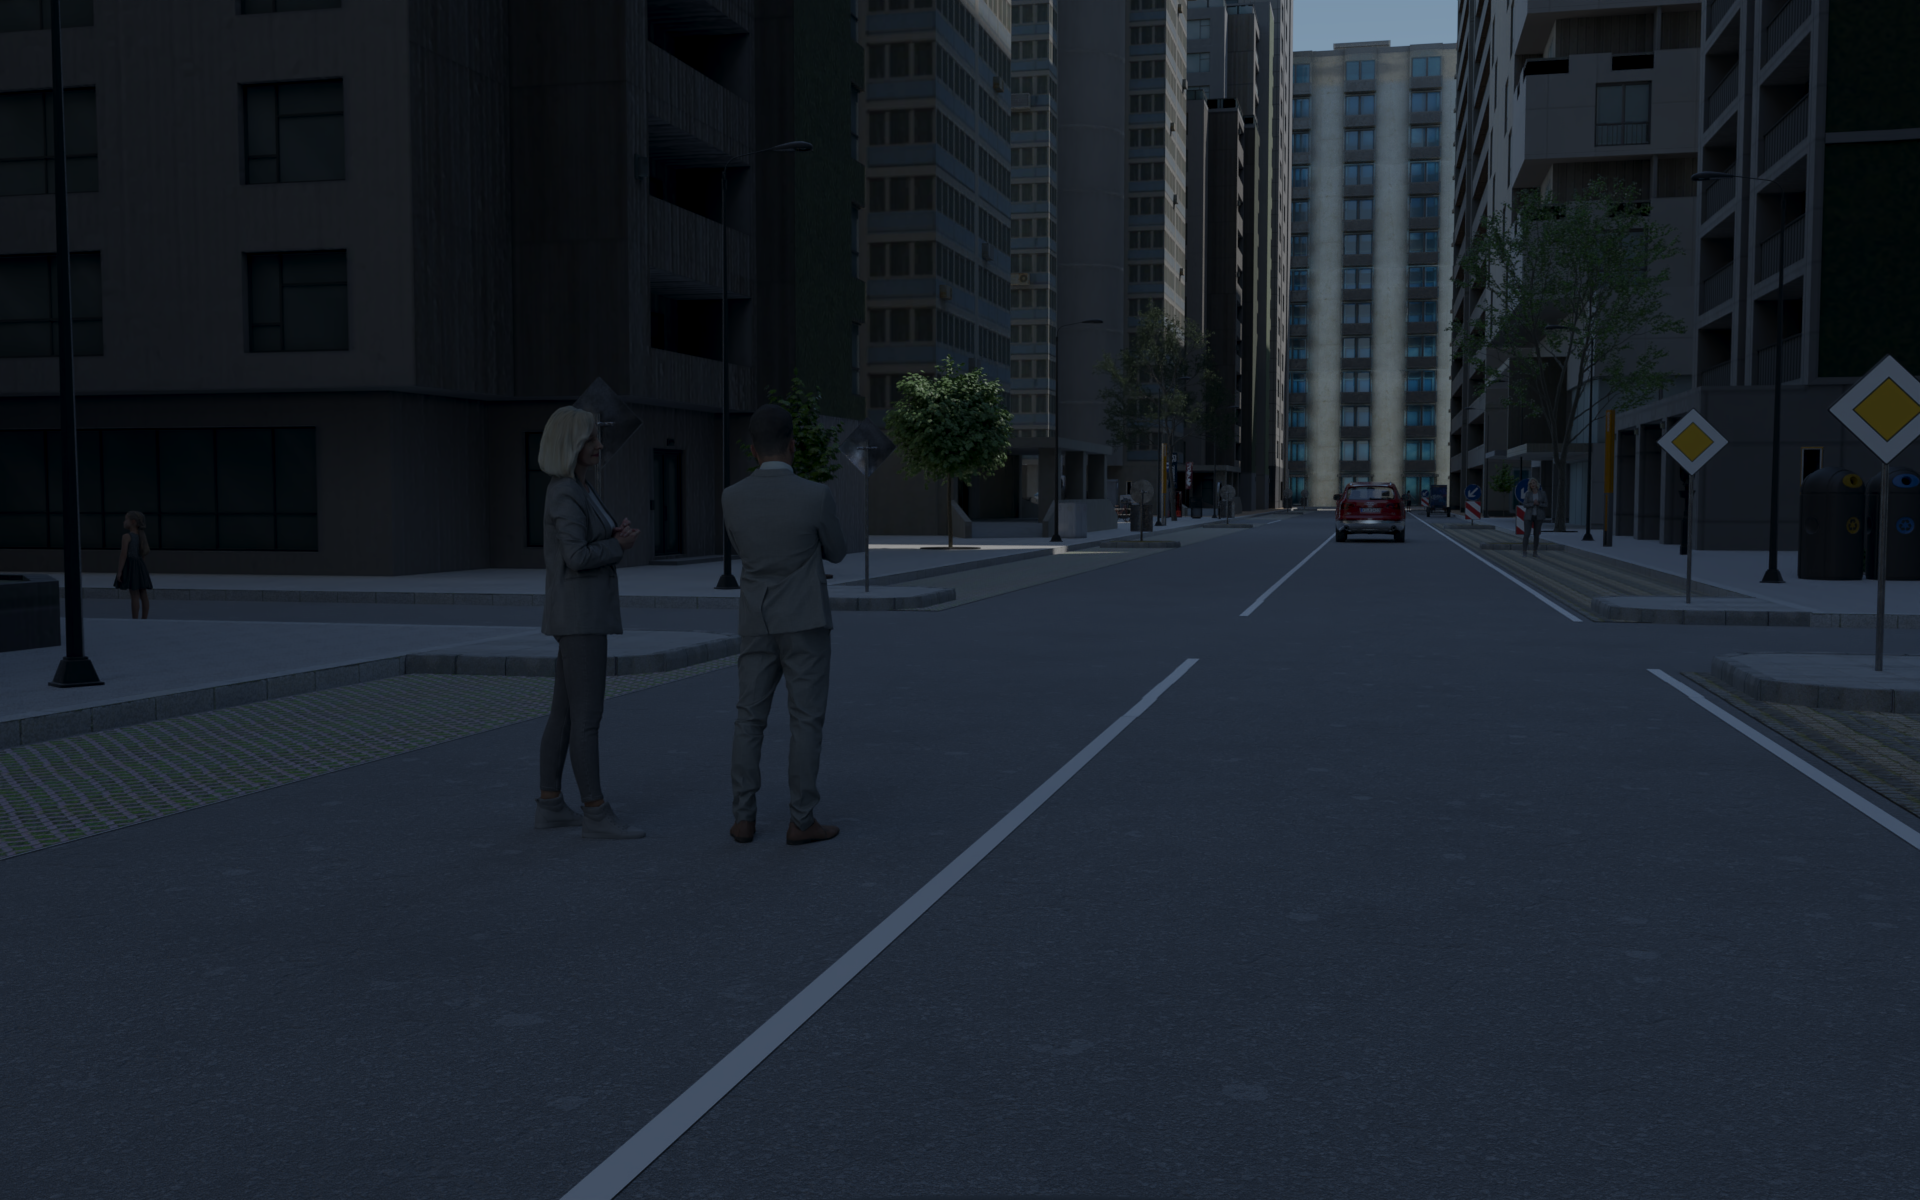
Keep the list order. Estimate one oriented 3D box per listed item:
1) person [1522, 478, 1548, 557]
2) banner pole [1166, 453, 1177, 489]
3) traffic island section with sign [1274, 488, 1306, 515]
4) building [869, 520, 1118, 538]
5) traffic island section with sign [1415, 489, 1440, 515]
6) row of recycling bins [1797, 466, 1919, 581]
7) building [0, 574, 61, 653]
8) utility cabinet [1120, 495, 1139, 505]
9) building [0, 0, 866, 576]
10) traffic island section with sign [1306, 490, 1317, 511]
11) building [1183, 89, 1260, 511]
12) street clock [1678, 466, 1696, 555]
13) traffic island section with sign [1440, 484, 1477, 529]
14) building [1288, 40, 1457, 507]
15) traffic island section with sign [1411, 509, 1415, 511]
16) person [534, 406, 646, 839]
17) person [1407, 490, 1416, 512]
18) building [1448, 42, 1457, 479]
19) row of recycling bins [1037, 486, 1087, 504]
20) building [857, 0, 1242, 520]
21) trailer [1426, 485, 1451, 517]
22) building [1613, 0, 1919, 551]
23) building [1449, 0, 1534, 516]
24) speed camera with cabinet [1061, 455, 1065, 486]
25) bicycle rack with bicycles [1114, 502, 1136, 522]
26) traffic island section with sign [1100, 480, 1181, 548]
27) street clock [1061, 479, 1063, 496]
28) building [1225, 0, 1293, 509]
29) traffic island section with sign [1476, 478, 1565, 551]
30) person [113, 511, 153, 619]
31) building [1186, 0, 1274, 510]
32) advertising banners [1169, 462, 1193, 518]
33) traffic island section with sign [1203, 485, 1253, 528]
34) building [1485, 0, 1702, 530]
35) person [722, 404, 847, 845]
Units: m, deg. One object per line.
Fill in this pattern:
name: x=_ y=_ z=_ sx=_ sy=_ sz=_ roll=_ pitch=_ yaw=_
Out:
person: x=12.961 y=-1.856 z=39.022 sx=0.537 sy=1.800 sz=0.526 roll=1 pitch=4 yaw=21
banner pole: x=11.112 y=-6.226 z=91.812 sx=0.863 sy=3.779 sz=0.401 roll=1 pitch=4 yaw=16
traffic island section with sign: x=23.083 y=-6.909 z=121.590 sx=1.989 sy=1.847 sz=2.006 roll=1 pitch=4 yaw=14
building: x=-11.424 y=-22.532 z=60.274 sx=32.217 sy=40.220 sz=23.993 roll=1 pitch=4 yaw=14
traffic island section with sign: x=32.573 y=-6.764 z=119.223 sx=1.989 sy=1.847 sz=2.006 roll=1 pitch=4 yaw=14
row of recycling bins: x=14.401 y=-1.140 z=25.756 sx=3.534 sy=1.692 sz=1.069 roll=1 pitch=4 yaw=13
building: x=-21.296 y=-28.459 z=7.304 sx=28.212 sy=58.520 sz=21.231 roll=1 pitch=4 yaw=14
utility cabinet: x=9.428 y=-5.215 z=96.435 sx=1.020 sy=1.237 sz=0.306 roll=2 pitch=4 yaw=27
building: x=-10.507 y=-15.955 z=32.571 sx=14.160 sy=30.474 sz=14.107 roll=1 pitch=4 yaw=14
traffic island section with sign: x=29.675 y=-8.570 z=148.747 sx=1.989 sy=1.847 sz=2.006 roll=1 pitch=4 yaw=14
building: x=14.420 y=-21.787 z=127.915 sx=14.160 sy=30.474 sz=14.107 roll=1 pitch=4 yaw=14
street clock: x=15.308 y=-1.953 z=36.495 sx=0.358 sy=2.002 sz=0.471 roll=1 pitch=4 yaw=12
traffic island section with sign: x=20.849 y=-3.810 z=70.927 sx=1.989 sy=1.847 sz=2.006 roll=1 pitch=4 yaw=14
building: x=42.823 y=-34.661 z=186.311 sx=30.456 sy=49.044 sz=23.786 roll=1 pitch=4 yaw=14
traffic island section with sign: x=38.987 y=-8.384 z=145.701 sx=1.989 sy=1.847 sz=2.006 roll=1 pitch=4 yaw=14
person: x=-1.564 y=0.079 z=7.394 sx=0.526 sy=1.800 sz=0.537 roll=0 pitch=4 yaw=3
person: x=35.693 y=-7.843 z=137.517 sx=0.721 sy=1.735 sz=1.217 roll=-2 pitch=4 yaw=-31
building: x=54.113 y=-30.270 z=149.540 sx=22.147 sy=44.769 sz=28.867 roll=1 pitch=4 yaw=14
row of recycling bins: x=5.465 y=-4.769 z=85.085 sx=3.534 sy=1.692 sz=1.069 roll=1 pitch=4 yaw=21
building: x=1.501 y=-25.645 z=111.175 sx=32.217 sy=40.220 sz=23.993 roll=1 pitch=4 yaw=14
trailer: x=29.863 y=-6.180 z=108.088 sx=1.471 sy=1.999 sz=3.904 roll=1 pitch=4 yaw=15
building: x=27.755 y=-36.759 z=39.265 sx=20.563 sy=71.187 sz=20.611 roll=1 pitch=4 yaw=14
building: x=47.174 y=-30.662 z=125.018 sx=21.300 sy=48.544 sz=21.600 roll=1 pitch=4 yaw=14
speed camera with cabinet: x=5.837 y=-5.697 z=87.489 sx=2.038 sy=3.252 sz=0.660 roll=1 pitch=4 yaw=18
bicycle rack with bicycles: x=7.123 y=-4.014 z=79.014 sx=2.925 sy=0.926 sz=2.852 roll=-3 pitch=4 yaw=-36
traffic island section with sign: x=4.889 y=-2.319 z=46.537 sx=1.989 sy=1.847 sz=2.006 roll=1 pitch=4 yaw=14
street clock: x=4.646 y=-4.695 z=81.331 sx=0.358 sy=2.002 sz=0.471 roll=2 pitch=4 yaw=24
building: x=19.964 y=-44.201 z=160.943 sx=20.611 sy=71.187 sz=20.563 roll=1 pitch=4 yaw=14
traffic island section with sign: x=14.499 y=-2.208 z=44.727 sx=1.989 sy=1.847 sz=2.006 roll=1 pitch=4 yaw=14
person: x=-8.781 y=-0.317 z=18.359 sx=0.373 sy=1.253 sz=0.362 roll=1 pitch=4 yaw=17
building: x=17.847 y=-27.990 z=141.235 sx=14.154 sy=41.232 sz=14.086 roll=1 pitch=4 yaw=14
advertising banners: x=11.924 y=-6.019 z=94.595 sx=0.090 sy=3.025 sz=2.074 roll=-3 pitch=5 yaw=-43
traffic island section with sign: x=11.367 y=-3.955 z=73.289 sx=1.989 sy=1.847 sz=2.006 roll=1 pitch=4 yaw=14
building: x=36.800 y=-29.510 z=71.734 sx=28.713 sy=52.752 sz=27.495 roll=1 pitch=4 yaw=14
person: x=-0.726 y=0.089 z=7.229 sx=0.511 sy=1.800 sz=0.466 roll=0 pitch=4 yaw=3
